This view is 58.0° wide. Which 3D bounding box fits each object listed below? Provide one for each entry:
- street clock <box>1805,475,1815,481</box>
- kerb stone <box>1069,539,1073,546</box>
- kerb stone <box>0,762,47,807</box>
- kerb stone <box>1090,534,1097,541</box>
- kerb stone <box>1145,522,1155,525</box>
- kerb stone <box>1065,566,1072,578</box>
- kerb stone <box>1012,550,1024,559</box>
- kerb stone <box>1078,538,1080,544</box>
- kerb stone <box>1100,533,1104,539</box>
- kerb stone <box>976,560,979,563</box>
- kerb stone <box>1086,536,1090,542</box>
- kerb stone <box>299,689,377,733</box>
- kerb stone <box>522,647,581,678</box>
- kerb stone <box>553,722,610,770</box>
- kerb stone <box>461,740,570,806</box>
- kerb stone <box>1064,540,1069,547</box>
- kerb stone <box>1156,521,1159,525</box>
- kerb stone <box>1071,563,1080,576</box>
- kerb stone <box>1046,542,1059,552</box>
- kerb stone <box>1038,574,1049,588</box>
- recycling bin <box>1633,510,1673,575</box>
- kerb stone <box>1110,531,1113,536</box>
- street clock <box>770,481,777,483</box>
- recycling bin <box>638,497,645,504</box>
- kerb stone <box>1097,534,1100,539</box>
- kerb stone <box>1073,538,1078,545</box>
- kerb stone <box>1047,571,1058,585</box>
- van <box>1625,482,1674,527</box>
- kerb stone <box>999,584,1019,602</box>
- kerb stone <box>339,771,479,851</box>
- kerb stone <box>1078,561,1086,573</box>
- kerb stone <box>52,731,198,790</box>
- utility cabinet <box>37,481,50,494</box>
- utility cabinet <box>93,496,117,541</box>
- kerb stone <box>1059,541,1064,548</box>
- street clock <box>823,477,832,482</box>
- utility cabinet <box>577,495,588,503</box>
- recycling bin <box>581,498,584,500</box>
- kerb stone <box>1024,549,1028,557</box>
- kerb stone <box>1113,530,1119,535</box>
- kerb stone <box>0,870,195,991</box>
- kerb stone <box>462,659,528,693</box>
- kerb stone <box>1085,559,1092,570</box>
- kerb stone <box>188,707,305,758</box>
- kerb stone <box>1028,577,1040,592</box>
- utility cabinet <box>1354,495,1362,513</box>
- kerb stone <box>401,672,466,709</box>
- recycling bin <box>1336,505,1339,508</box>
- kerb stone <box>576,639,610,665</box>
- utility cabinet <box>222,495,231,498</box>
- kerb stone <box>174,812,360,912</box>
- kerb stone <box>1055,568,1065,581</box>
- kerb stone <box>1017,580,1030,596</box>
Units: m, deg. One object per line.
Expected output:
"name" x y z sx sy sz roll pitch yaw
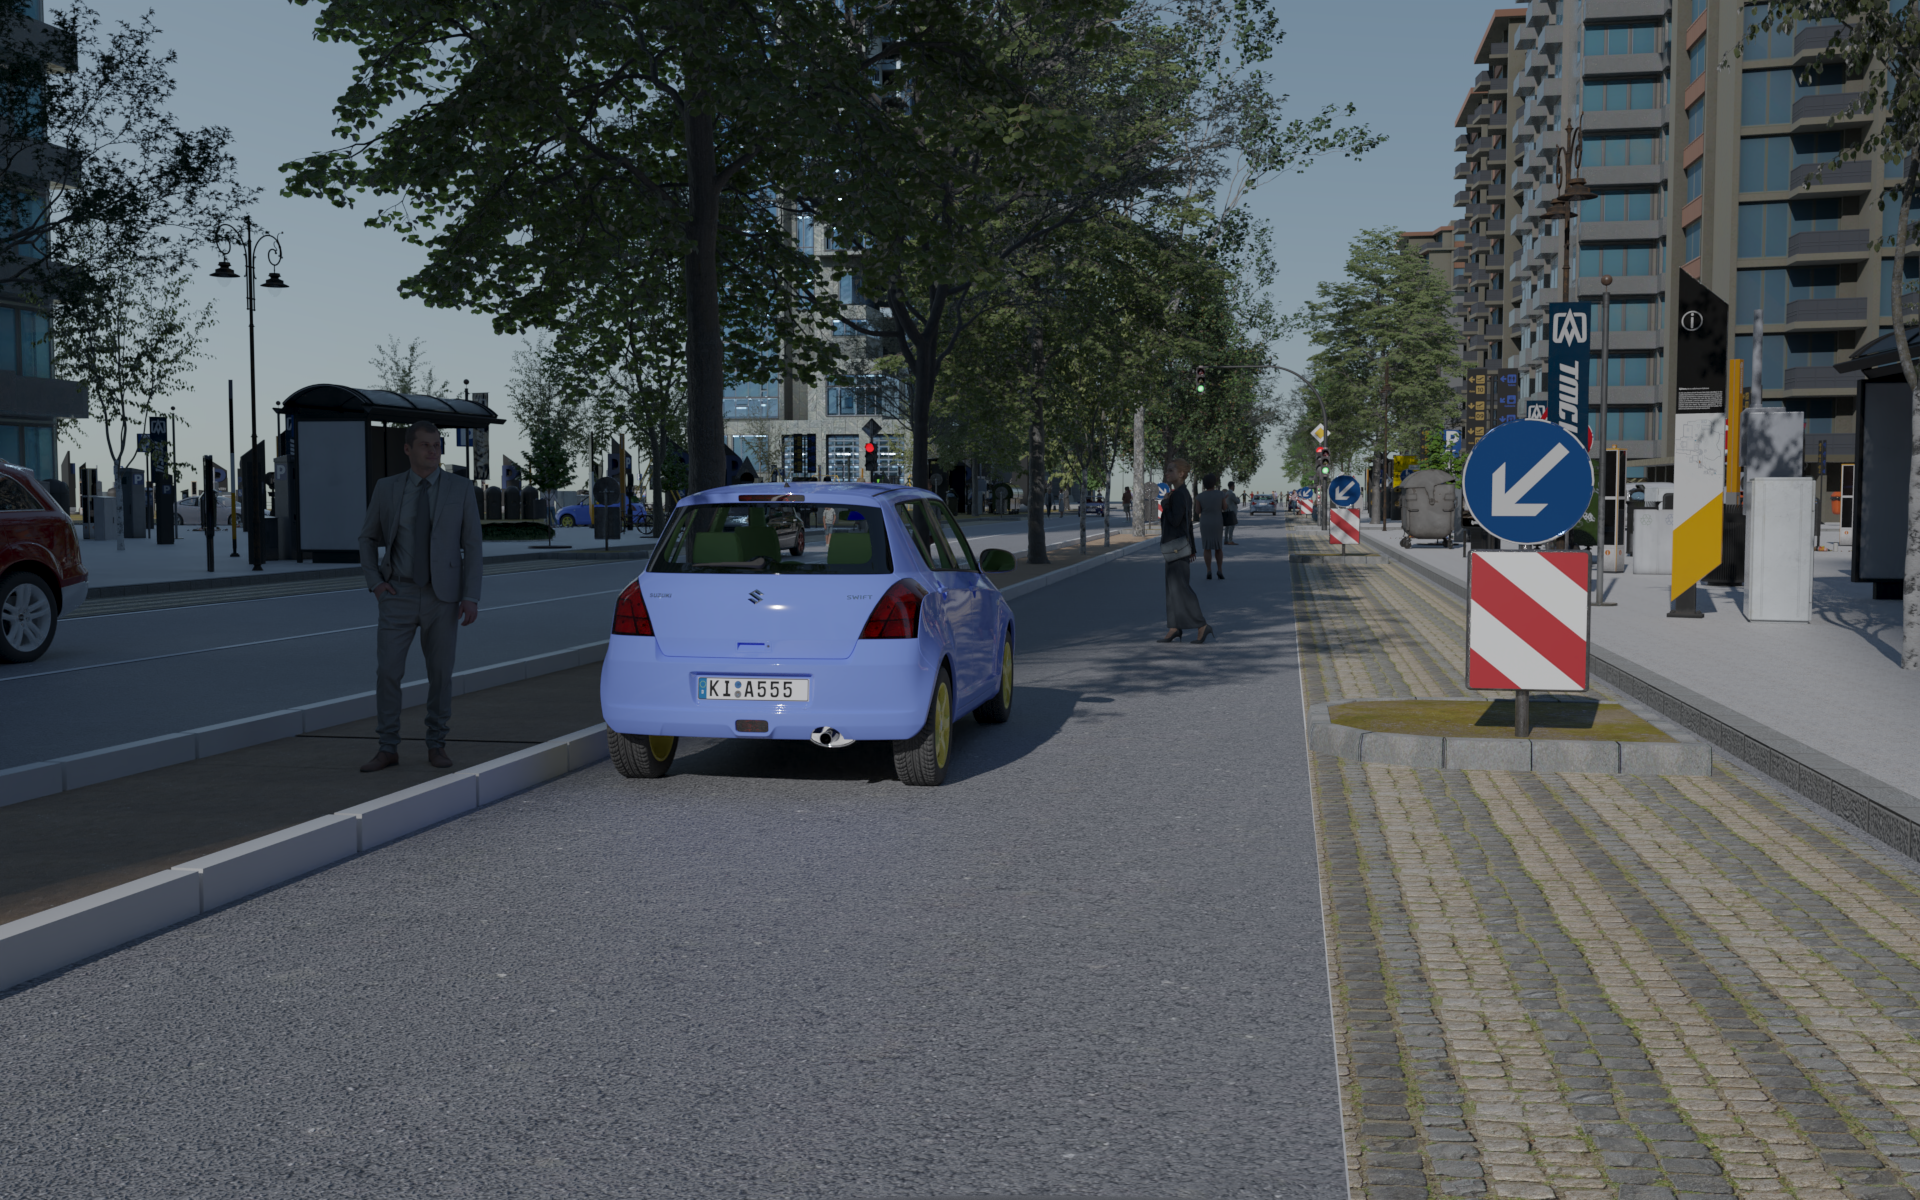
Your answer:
"street clock" 33.017 -3.846 67.460 0.471 2.002 0.358 -1 4 -16
"kerb stone" 2.894 -1.526 47.148 0.120 0.150 1.000 1 4 11
"kerb stone" -4.441 0.881 7.794 0.120 0.150 1.000 1 4 11
"kerb stone" 4.017 -1.895 53.185 0.120 0.150 1.000 1 4 11
"kerb stone" 8.430 -3.339 76.873 0.120 0.150 1.000 1 4 11
"kerb stone" 1.762 -0.452 29.633 0.120 0.150 1.000 1 4 11
"kerb stone" 1.212 -0.972 38.083 0.120 0.150 1.000 1 4 11
"kerb stone" 3.269 -1.649 49.165 0.120 0.150 1.000 1 4 11
"kerb stone" 4.392 -2.019 55.199 0.120 0.150 1.000 1 4 11
"kerb stone" 0.453 -0.724 34.055 0.120 0.150 1.000 1 4 11
"kerb stone" 3.646 -1.772 51.174 0.120 0.150 1.000 1 4 11
"kerb stone" -3.870 0.697 10.826 0.120 0.150 1.000 1 4 11
"kerb stone" -3.308 0.515 13.855 0.120 0.150 1.000 1 4 11
"kerb stone" -1.990 0.779 9.466 0.120 0.150 1.000 1 4 11
"kerb stone" -2.175 0.841 8.453 0.120 0.150 1.000 1 4 11
"kerb stone" 2.706 -1.464 46.137 0.120 0.150 1.000 1 4 11
"kerb stone" 9.004 -3.529 79.901 0.120 0.150 1.000 1 4 11
"kerb stone" 1.953 -0.511 30.640 0.120 0.150 1.000 1 4 11
"kerb stone" 2.334 -1.340 44.126 0.120 0.150 1.000 1 4 11
"kerb stone" 1.200 -0.265 26.617 0.120 0.150 1.000 1 4 11
"recycling bin" 11.205 -0.934 27.818 0.722 1.027 0.722 1 4 21
"kerb stone" 4.962 -2.204 58.232 0.120 0.150 1.000 1 4 11
"street clock" -10.223 -5.524 94.881 0.471 2.002 0.358 0 4 -2
"recycling bin" -24.129 -7.186 130.042 0.722 1.027 0.722 3 4 37
"kerb stone" 4.198 -1.957 54.192 0.120 0.150 1.000 1 4 11
"kerb stone" 3.081 -1.588 48.160 0.120 0.150 1.000 1 4 11
"kerb stone" 1.396 -0.332 27.620 0.120 0.150 1.000 1 4 11
"van" 23.680 -3.384 62.333 4.112 2.044 2.013 1 4 12
"kerb stone" 0.639 -0.085 23.585 0.120 0.150 1.000 1 4 11
"kerb stone" -2.366 0.902 7.448 0.120 0.150 1.000 1 4 11
"kerb stone" 2.146 -0.574 31.644 0.120 0.150 1.000 1 4 11
"kerb stone" -4.254 0.821 8.812 0.120 0.150 1.000 1 4 11
"utility cabinet" -14.848 -1.154 27.544 1.173 1.500 0.318 3 5 40
"utility cabinet" -23.747 -2.263 48.159 0.306 1.237 1.020 0 4 -8
"kerb stone" 2.512 -1.402 45.133 0.120 0.150 1.000 1 4 11
"street clock" -5.558 -4.162 72.617 0.358 2.002 0.471 -2 4 -24
"utility cabinet" -25.153 -6.377 115.426 1.020 1.237 0.306 -1 4 -14
"recycling bin" -23.684 -5.991 110.505 0.722 1.027 0.722 2 4 30
"kerb stone" 1.394 -1.033 39.089 0.120 0.150 1.000 1 4 11
"kerb stone" 5.334 -2.327 60.258 0.120 0.150 1.000 1 4 11
"kerb stone" -2.746 1.028 5.428 0.120 0.150 1.000 1 4 11
"kerb stone" -3.498 0.576 12.845 0.120 0.150 1.000 1 4 11
"kerb stone" 2.331 -0.639 32.649 0.120 0.150 1.000 1 4 11
"kerb stone" -4.060 0.759 9.816 0.120 0.150 1.000 1 4 11
"kerb stone" 1.013 -0.208 25.596 0.120 0.150 1.000 1 4 11
"utility cabinet" 26.195 -6.357 115.106 1.020 1.237 0.306 0 4 2
"kerb stone" -3.682 0.633 11.839 0.120 0.150 1.000 1 4 11
"recycling bin" 29.321 -7.464 134.586 0.722 1.027 0.722 2 4 29
"kerb stone" -3.123 0.449 14.860 0.120 0.150 1.000 1 4 11
"utility cabinet" -41.098 -5.304 97.882 0.306 1.237 1.020 3 5 43
"kerb stone" -2.559 0.964 6.433 0.120 0.150 1.000 1 4 11
"kerb stone" 1.577 -0.393 28.627 0.120 0.150 1.000 1 4 11
"kerb stone" 0.826 -0.146 24.590 0.120 0.150 1.000 1 4 11
